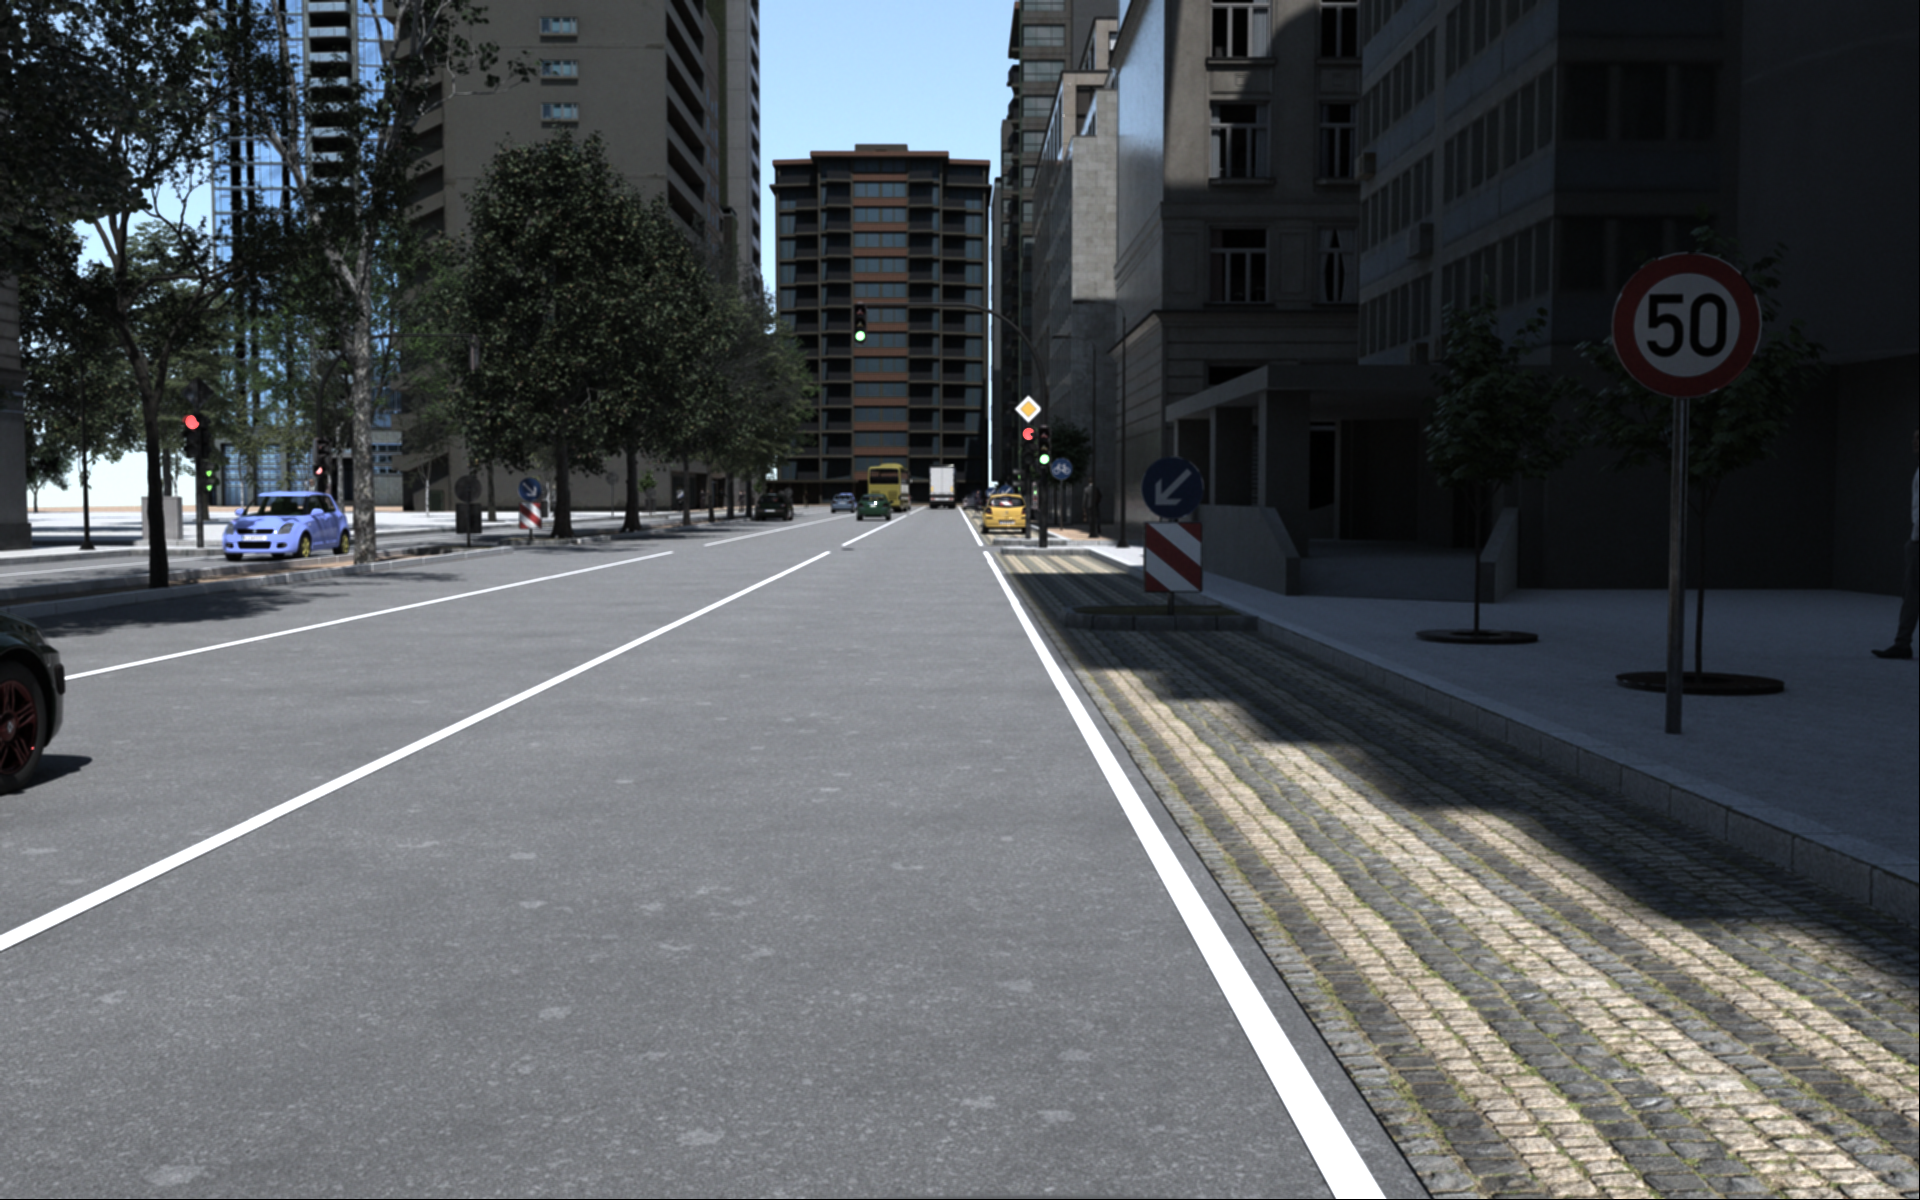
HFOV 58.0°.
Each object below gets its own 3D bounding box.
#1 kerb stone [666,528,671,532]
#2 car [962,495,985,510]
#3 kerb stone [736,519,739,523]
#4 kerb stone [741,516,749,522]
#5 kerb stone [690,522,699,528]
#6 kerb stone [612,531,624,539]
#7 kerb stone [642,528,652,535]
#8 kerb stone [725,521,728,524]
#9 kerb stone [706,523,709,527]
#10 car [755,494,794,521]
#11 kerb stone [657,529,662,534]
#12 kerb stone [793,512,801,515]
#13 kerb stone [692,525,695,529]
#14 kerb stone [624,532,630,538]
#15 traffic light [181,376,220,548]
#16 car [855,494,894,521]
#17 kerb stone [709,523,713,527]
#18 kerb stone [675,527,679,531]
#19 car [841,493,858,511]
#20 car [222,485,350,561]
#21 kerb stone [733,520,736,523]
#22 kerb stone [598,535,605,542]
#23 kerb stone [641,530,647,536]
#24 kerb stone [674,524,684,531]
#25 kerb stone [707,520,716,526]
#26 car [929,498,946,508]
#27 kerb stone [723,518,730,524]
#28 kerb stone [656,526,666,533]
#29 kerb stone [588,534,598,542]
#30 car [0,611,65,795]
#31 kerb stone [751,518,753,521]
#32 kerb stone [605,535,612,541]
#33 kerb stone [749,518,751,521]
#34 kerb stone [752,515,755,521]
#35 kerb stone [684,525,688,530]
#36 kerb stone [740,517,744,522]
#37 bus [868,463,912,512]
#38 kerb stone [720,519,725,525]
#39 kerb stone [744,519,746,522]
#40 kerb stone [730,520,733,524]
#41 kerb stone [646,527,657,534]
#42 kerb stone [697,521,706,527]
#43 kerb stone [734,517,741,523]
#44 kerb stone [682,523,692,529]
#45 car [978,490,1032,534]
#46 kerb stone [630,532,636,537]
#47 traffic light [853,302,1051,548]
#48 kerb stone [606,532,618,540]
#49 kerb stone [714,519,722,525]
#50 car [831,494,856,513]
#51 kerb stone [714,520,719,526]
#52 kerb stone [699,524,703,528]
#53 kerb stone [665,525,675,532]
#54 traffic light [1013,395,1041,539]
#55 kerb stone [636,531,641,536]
[{"bbox_3d":[-11.040,-2.602,64.738,0.120,0.150,1.000,0,4,0],"label":"kerb stone"},{"bbox_3d":[1.214,-8.828,156.694,2.083,1.381,4.827,0,4,1],"label":"car"},{"bbox_3d":[-11.142,-3.854,85.226,0.120,0.150,1.000,0,4,0],"label":"kerb stone"},{"bbox_3d":[-11.156,-4.106,89.321,0.120,0.150,1.000,0,4,0],"label":"kerb stone"},{"bbox_3d":[-11.071,-3.037,71.908,0.120,0.150,1.000,0,4,0],"label":"kerb stone"},{"bbox_3d":[-11.002,-2.036,55.509,0.120,0.150,1.000,0,4,0],"label":"kerb stone"},{"bbox_3d":[-11.025,-2.351,60.637,0.120,0.150,1.000,0,4,0],"label":"kerb stone"},{"bbox_3d":[-11.124,-3.602,81.118,0.120,0.150,1.000,0,4,0],"label":"kerb stone"},{"bbox_3d":[-11.093,-3.227,74.977,0.120,0.150,1.000,0,4,0],"label":"kerb stone"},{"bbox_3d":[-9.961,-5.085,92.932,2.009,1.686,4.222,0,4,0],"label":"car"},{"bbox_3d":[-11.030,-2.477,62.693,0.120,0.150,1.000,0,4,0],"label":"kerb stone"},{"bbox_3d":[-11.307,-5.986,120.065,0.120,0.150,1.000,0,4,0],"label":"kerb stone"},{"bbox_3d":[-11.075,-2.978,70.878,0.120,0.150,1.000,0,4,0],"label":"kerb stone"},{"bbox_3d":[-11.006,-2.100,56.538,0.120,0.150,1.000,0,4,0],"label":"kerb stone"},{"bbox_3d":[-18.099,-3.197,41.188,0.839,4.253,0.868,0,4,0],"label":"traffic light"},{"bbox_3d":[-4.707,-5.083,94.911,2.131,1.459,4.920,0,4,-2],"label":"car"},{"bbox_3d":[-11.088,-3.281,76.000,0.120,0.150,1.000,0,4,0],"label":"kerb stone"},{"bbox_3d":[-11.053,-2.723,66.785,0.120,0.150,1.000,0,4,0],"label":"kerb stone"},{"bbox_3d":[-9.633,-8.394,146.840,1.945,1.707,3.694,0,4,-2],"label":"car"},{"bbox_3d":[-14.875,-1.754,38.277,1.945,1.707,3.694,0,3,0],"label":"car"},{"bbox_3d":[-11.139,-3.786,84.204,0.120,0.150,1.000,0,4,0],"label":"kerb stone"},{"bbox_3d":[-10.977,-1.850,52.438,0.120,0.150,1.000,0,4,0],"label":"kerb stone"},{"bbox_3d":[-11.014,-2.287,59.615,0.120,0.150,1.000,0,4,0],"label":"kerb stone"},{"bbox_3d":[-11.056,-2.789,67.811,0.120,0.150,1.000,0,4,0],"label":"kerb stone"},{"bbox_3d":[-11.101,-3.353,77.022,0.120,0.150,1.000,0,4,0],"label":"kerb stone"},{"bbox_3d":[-2.382,-10.602,185.925,1.945,1.354,3.894,0,4,-2],"label":"car"},{"bbox_3d":[-11.129,-3.667,82.145,0.120,0.150,1.000,0,4,0],"label":"kerb stone"},{"bbox_3d":[-11.036,-2.539,63.716,0.120,0.150,1.000,0,4,0],"label":"kerb stone"},{"bbox_3d":[-10.991,-1.787,51.416,0.120,0.150,1.000,0,4,0],"label":"kerb stone"},{"bbox_3d":[-5.404,0.167,7.059,2.009,1.686,4.222,0,4,1],"label":"car"},{"bbox_3d":[-11.172,-4.230,91.366,0.120,0.150,1.000,0,4,0],"label":"kerb stone"},{"bbox_3d":[-10.993,-1.912,53.460,0.120,0.150,1.000,0,4,0],"label":"kerb stone"},{"bbox_3d":[-11.166,-4.168,90.344,0.120,0.150,1.000,0,4,0],"label":"kerb stone"},{"bbox_3d":[-11.172,-4.293,92.388,0.120,0.150,1.000,0,4,0],"label":"kerb stone"},{"bbox_3d":[-11.062,-2.852,68.833,0.120,0.150,1.000,0,4,0],"label":"kerb stone"},{"bbox_3d":[-11.152,-3.980,87.276,0.120,0.150,1.000,0,4,0],"label":"kerb stone"},{"bbox_3d":[-5.603,-8.965,138.131,2.896,3.916,12.252,0,4,2],"label":"bus"},{"bbox_3d":[-11.119,-3.541,80.095,0.120,0.150,1.000,0,4,0],"label":"kerb stone"},{"bbox_3d":[-11.160,-4.043,88.299,0.120,0.150,1.000,0,4,0],"label":"kerb stone"},{"bbox_3d":[-11.138,-3.729,83.170,0.120,0.150,1.000,0,4,0],"label":"kerb stone"},{"bbox_3d":[-11.029,-2.413,61.671,0.120,0.150,1.000,0,4,0],"label":"kerb stone"},{"bbox_3d":[-11.081,-3.166,73.955,0.120,0.150,1.000,0,4,0],"label":"kerb stone"},{"bbox_3d":[-11.147,-3.915,86.250,0.120,0.150,1.000,0,4,0],"label":"kerb stone"},{"bbox_3d":[-11.062,-2.915,69.855,0.120,0.150,1.000,0,4,0],"label":"kerb stone"},{"bbox_3d":[1.657,-3.229,63.023,2.015,1.641,3.980,0,3,0],"label":"car"},{"bbox_3d":[-11.004,-2.163,57.562,0.120,0.150,1.000,0,4,0],"label":"kerb stone"},{"bbox_3d":[-0.129,-4.066,41.149,4.771,5.953,1.251,0,4,0],"label":"traffic light"},{"bbox_3d":[-10.988,-1.971,54.487,0.120,0.150,1.000,0,4,0],"label":"kerb stone"},{"bbox_3d":[-11.107,-3.478,79.066,0.120,0.150,1.000,0,4,0],"label":"kerb stone"},{"bbox_3d":[-8.950,-7.377,132.608,2.014,1.417,4.499,0,4,-2],"label":"car"},{"bbox_3d":[-11.097,-3.416,78.044,0.120,0.150,1.000,0,4,0],"label":"kerb stone"},{"bbox_3d":[-11.079,-3.103,72.933,0.120,0.150,1.000,0,4,0],"label":"kerb stone"},{"bbox_3d":[-11.051,-2.665,65.763,0.120,0.150,1.000,0,4,0],"label":"kerb stone"},{"bbox_3d":[1.923,-3.692,49.285,0.839,4.253,0.868,0,4,0],"label":"traffic light"},{"bbox_3d":[-11.012,-2.219,58.591,0.120,0.150,1.000,0,4,0],"label":"kerb stone"}]
